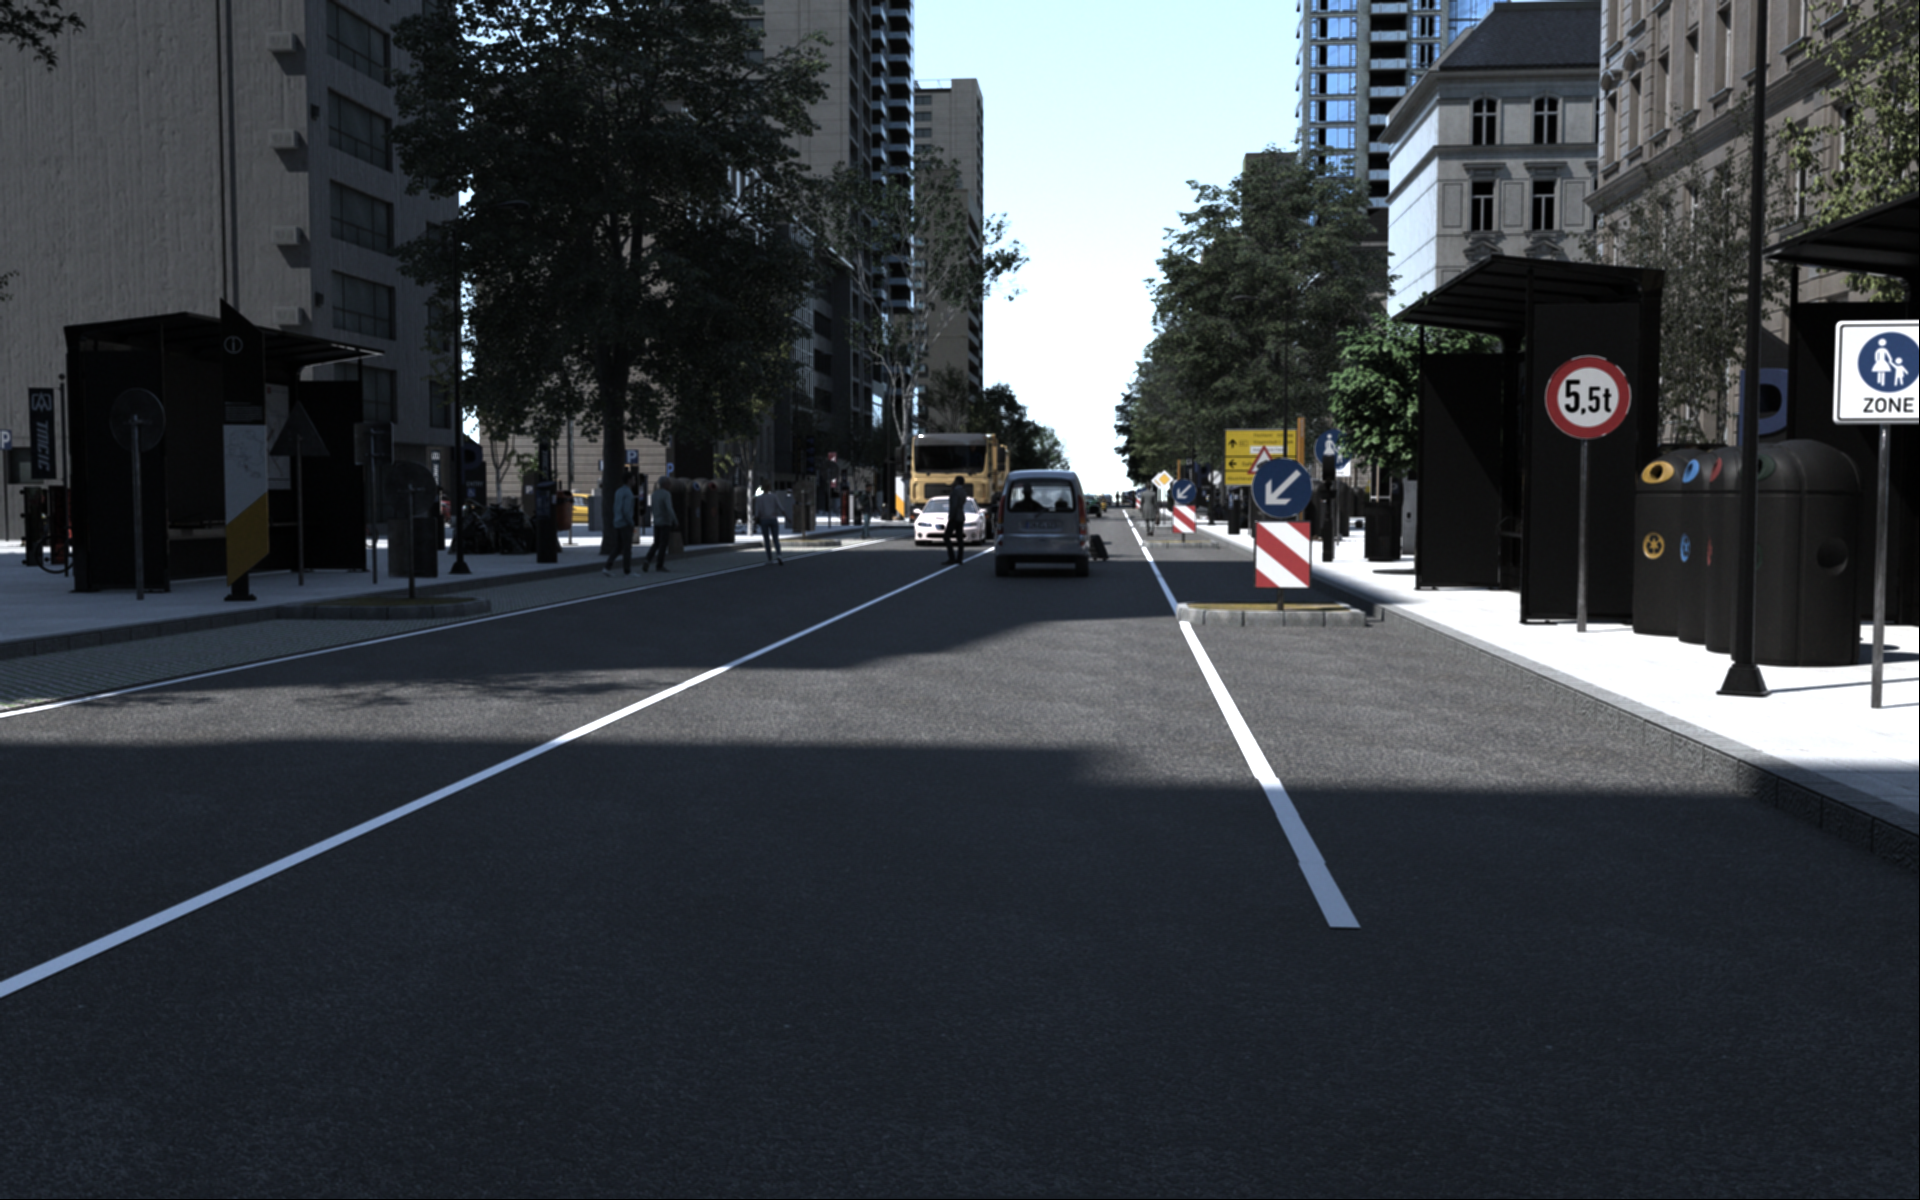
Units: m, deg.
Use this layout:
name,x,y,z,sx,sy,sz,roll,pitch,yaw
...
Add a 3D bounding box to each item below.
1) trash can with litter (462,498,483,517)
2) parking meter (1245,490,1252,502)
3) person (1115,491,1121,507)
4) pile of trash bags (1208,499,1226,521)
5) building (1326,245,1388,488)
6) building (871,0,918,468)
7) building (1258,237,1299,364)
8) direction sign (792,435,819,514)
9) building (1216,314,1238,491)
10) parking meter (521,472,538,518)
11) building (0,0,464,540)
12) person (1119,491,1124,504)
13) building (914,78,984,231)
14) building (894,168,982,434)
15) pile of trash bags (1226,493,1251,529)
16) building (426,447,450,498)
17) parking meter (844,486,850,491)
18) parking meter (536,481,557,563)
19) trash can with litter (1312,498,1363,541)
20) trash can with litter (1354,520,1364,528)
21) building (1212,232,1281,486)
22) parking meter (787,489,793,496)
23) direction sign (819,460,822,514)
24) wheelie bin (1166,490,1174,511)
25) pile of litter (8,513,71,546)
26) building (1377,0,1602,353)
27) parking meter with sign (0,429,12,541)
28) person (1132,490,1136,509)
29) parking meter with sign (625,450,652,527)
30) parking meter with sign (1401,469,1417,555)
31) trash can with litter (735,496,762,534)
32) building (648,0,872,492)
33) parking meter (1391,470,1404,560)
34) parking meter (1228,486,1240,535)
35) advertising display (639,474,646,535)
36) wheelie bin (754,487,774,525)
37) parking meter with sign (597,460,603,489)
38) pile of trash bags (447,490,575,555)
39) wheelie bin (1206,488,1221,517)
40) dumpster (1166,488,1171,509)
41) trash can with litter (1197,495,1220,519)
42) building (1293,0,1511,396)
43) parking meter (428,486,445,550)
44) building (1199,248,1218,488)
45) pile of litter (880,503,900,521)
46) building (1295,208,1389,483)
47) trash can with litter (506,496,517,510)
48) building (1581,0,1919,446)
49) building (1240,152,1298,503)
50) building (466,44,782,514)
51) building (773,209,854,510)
name,x,y,z,sx,sy,sz,roll,pitch,yaw
trash can with litter,-13.481,-2.292,48.861,1.055,1.170,0.624,-2,4,-35
parking meter,15.080,-5.014,90.393,0.372,1.533,0.369,0,3,0
person,17.923,-11.503,196.544,0.705,1.831,1.348,-1,4,-22
pile of trash bags,13.728,-4.470,82.829,3.447,1.369,1.912,-1,4,-16
building,31.703,-15.768,122.426,10.561,19.102,19.286,0,4,5
building,-15.589,-53.767,191.758,22.319,86.520,31.000,0,4,5
building,40.304,-25.909,195.319,14.160,30.474,14.107,0,4,5
direction sign,-6.031,-4.576,66.812,0.876,3.537,0.379,0,4,6
building,45.497,-29.834,259.489,14.160,30.474,14.107,0,4,5
parking meter,-11.386,-2.456,45.872,0.399,1.863,0.255,0,4,0
building,-23.935,-17.272,54.093,14.107,30.474,14.160,0,4,5
person,23.039,-14.503,245.621,0.705,1.824,1.348,3,5,43
building,-4.211,-52.911,303.348,20.563,71.187,20.611,0,4,5
building,-8.506,-38.980,261.029,21.300,48.544,21.600,0,4,5
pile of trash bags,11.950,-3.341,64.375,3.447,1.369,1.912,2,4,29
building,-41.156,-17.210,99.412,19.932,24.808,12.078,0,4,5
parking meter,-7.713,-6.864,117.937,0.255,1.863,0.399,-3,4,-37
parking meter,-7.706,-1.460,32.280,0.372,1.533,0.369,0,3,0
trash can with litter,10.089,-2.248,47.818,1.678,1.210,2.233,0,4,-3
trash can with litter,15.284,-3.281,65.031,1.055,1.170,0.624,1,4,15
building,51.943,-38.316,281.098,22.147,44.769,28.867,0,4,5
parking meter,-8.271,-4.669,84.742,0.372,1.533,0.369,0,3,0
direction sign,-9.432,-7.476,114.232,0.876,3.537,0.379,2,4,32
wheelie bin,16.169,-7.597,132.119,0.980,1.594,0.693,-1,4,-11
pile of litter,-22.627,-1.767,42.851,1.719,0.858,1.176,1,4,16
building,46.209,-19.412,93.796,44.131,29.872,17.030,0,4,5
parking meter with sign,-26.662,-3.100,46.948,1.738,3.016,0.543,0,4,5
person,17.123,-9.884,170.234,0.705,1.807,1.348,-1,4,-12
parking meter with sign,-12.471,-4.349,67.367,0.543,3.016,1.738,-2,4,-31
parking meter with sign,9.669,-2.453,36.364,1.738,3.016,0.543,2,4,31
trash can with litter,-7.172,-2.737,55.805,2.233,1.210,1.678,-2,4,-34
building,-17.014,-44.497,165.777,20.563,71.187,20.611,0,4,5
parking meter,8.457,-1.726,33.930,0.399,1.863,0.255,0,4,-4
parking meter,8.701,-2.847,54.963,0.372,1.533,0.369,0,3,0
advertising display,-10.445,-3.038,54.882,0.974,1.923,0.123,0,4,4
wheelie bin,-8.241,-3.979,72.964,0.980,1.594,0.693,1,4,18
parking meter with sign,-17.695,-5.641,88.486,1.738,3.016,0.543,3,5,41
pile of trash bags,-9.614,-1.742,38.236,1.912,1.369,3.447,1,4,21
wheelie bin,14.241,-5.430,96.685,0.980,1.594,0.693,-1,4,-22
dumpster,18.062,-8.590,146.204,1.264,1.857,1.865,0,4,5
trash can with litter,12.744,-4.715,88.140,2.233,1.210,1.678,2,4,35
building,41.859,-52.489,170.868,22.319,86.520,31.000,0,4,5
parking meter,-12.001,-1.912,39.675,0.372,1.533,0.369,0,3,0
building,49.092,-39.940,303.133,14.600,45.320,14.200,0,4,5
pile of litter,-3.374,-4.323,84.649,1.176,0.858,1.719,1,4,12
building,33.450,-19.138,141.792,11.050,23.489,19.941,0,4,5
trash can with litter,-22.260,-4.495,84.544,2.233,1.210,1.678,0,4,-8
building,25.758,-15.162,45.169,12.463,27.353,25.104,0,4,5
building,40.898,-32.166,209.506,14.154,41.232,14.086,0,4,5
building,-19.096,-18.764,104.056,12.463,27.353,25.104,0,4,5
building,-17.243,-19.116,131.611,14.314,24.678,30.058,0,4,5
